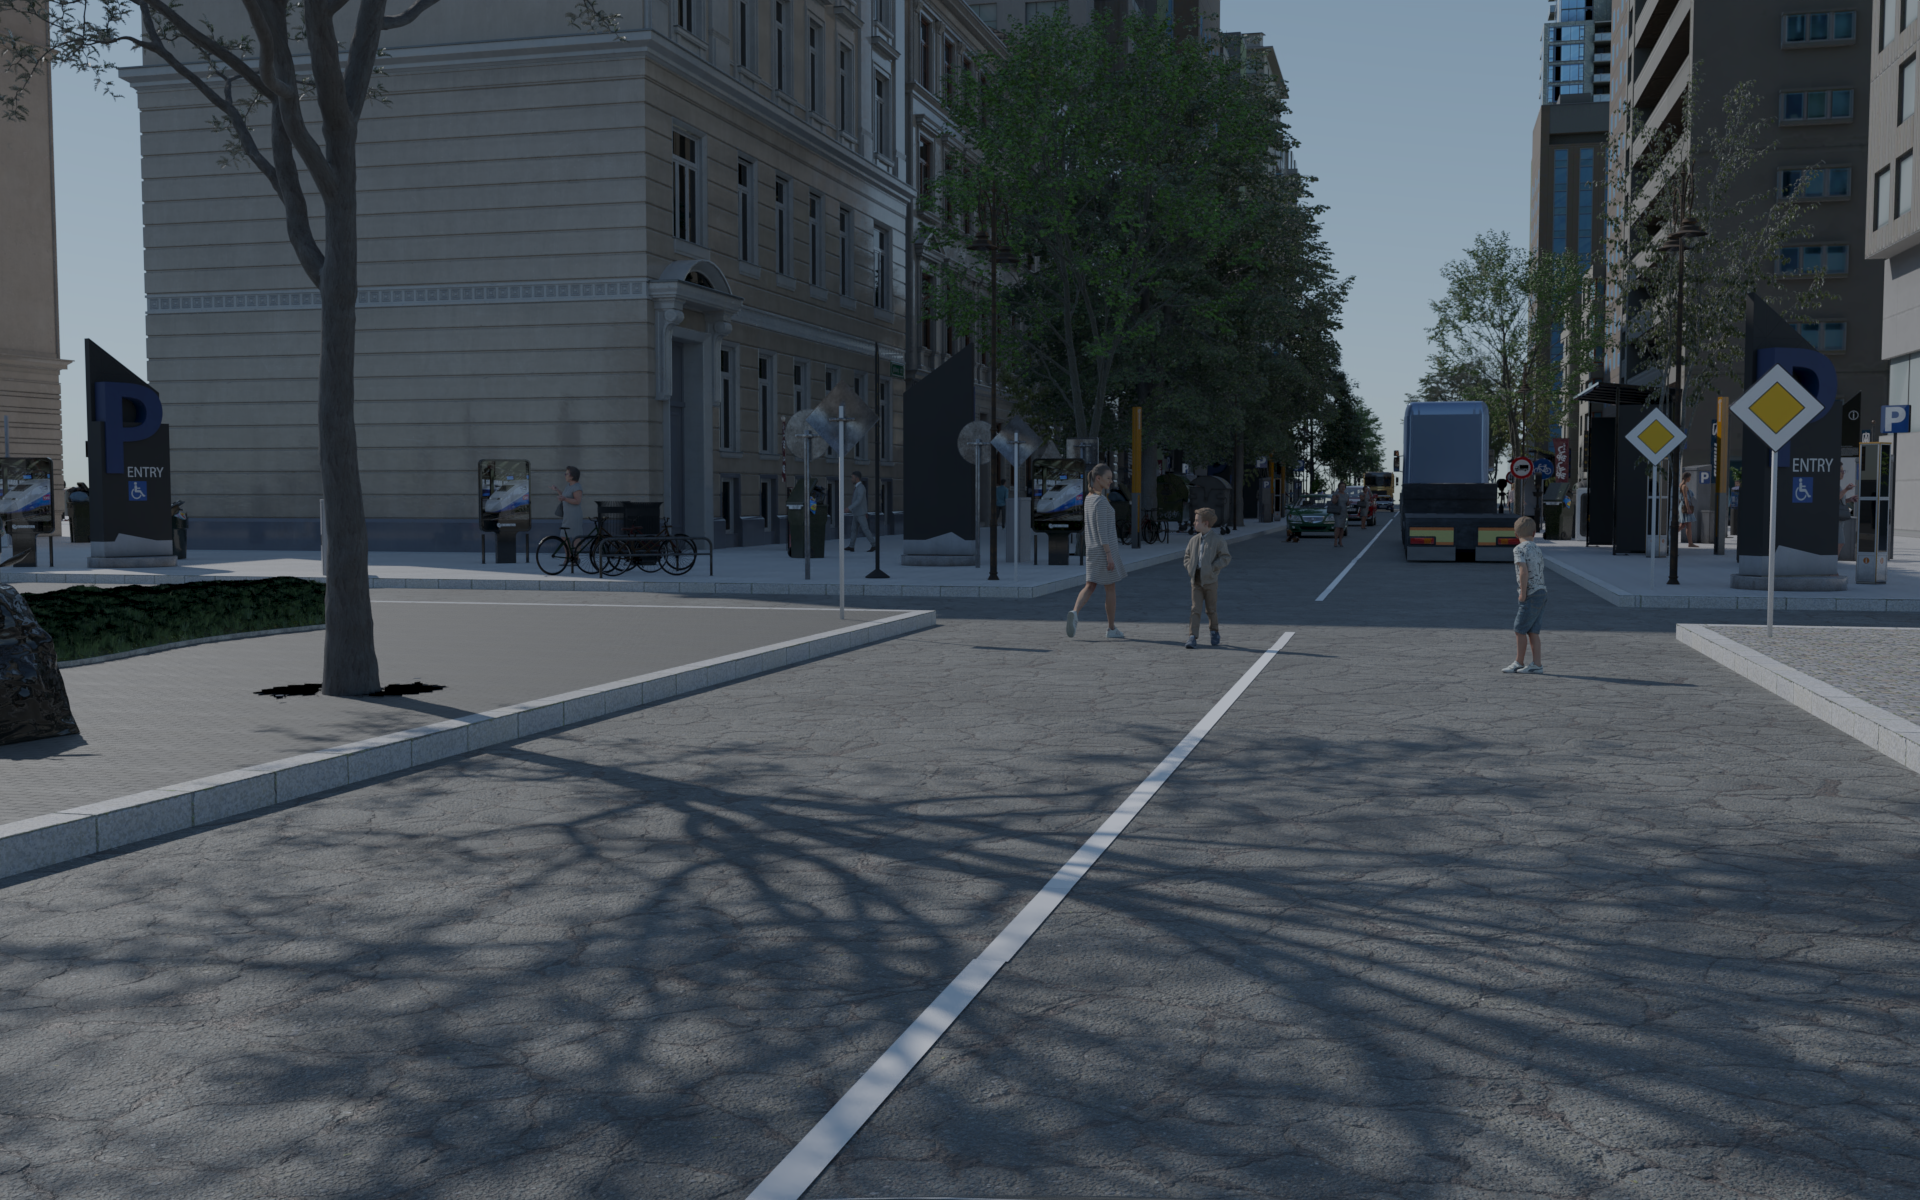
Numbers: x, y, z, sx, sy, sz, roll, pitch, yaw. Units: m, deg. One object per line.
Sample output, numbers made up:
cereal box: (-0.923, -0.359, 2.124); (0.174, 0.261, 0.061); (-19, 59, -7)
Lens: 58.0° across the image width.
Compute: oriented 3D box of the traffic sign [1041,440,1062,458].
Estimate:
traffic sign: (2.187, -2.541, 41.544); (0.884, 2.594, 0.081); (1, 4, 15)

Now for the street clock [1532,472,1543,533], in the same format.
street clock: (19.203, -3.242, 57.583); (0.358, 2.002, 0.471); (1, 4, 15)

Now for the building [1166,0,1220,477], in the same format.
building: (12.631, -29.745, 136.447); (14.600, 45.320, 14.200); (1, 4, 15)

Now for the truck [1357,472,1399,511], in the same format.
truck: (37.057, -9.621, 153.227); (3.469, 3.379, 9.791); (1, 4, 15)

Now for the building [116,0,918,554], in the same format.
building: (-10.125, -15.970, 47.020); (13.634, 28.700, 20.117); (1, 4, 15)

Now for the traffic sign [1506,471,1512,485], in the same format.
traffic sign: (29.789, -5.703, 93.343); (0.768, 2.556, 0.104); (1, 4, 23)

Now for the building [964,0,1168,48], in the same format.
building: (5.099, -26.028, 109.156); (14.154, 41.232, 14.086); (1, 4, 15)

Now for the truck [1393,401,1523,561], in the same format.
truck: (12.727, -3.365, 44.784); (2.967, 4.110, 18.799); (1, 4, 14)

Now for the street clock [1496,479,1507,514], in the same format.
street clock: (25.191, -4.649, 80.585); (0.471, 2.002, 0.358); (-1, 4, -18)

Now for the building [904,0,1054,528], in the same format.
building: (-3.930, -14.111, 66.878); (11.583, 22.565, 21.152); (1, 4, 15)

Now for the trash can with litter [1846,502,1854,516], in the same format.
trash can with litter: (19.381, -1.564, 36.963); (0.624, 1.170, 1.055); (-1, 4, -14)

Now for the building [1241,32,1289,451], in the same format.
building: (23.568, -37.740, 206.285); (28.713, 52.752, 27.495); (1, 4, 15)

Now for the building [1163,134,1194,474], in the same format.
building: (8.793, -21.490, 123.064); (14.160, 30.474, 14.107); (1, 4, 15)

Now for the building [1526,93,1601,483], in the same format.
building: (71.342, -33.247, 193.692); (14.600, 45.320, 14.200); (1, 4, 15)

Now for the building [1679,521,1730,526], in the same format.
building: (42.249, -27.685, 76.348); (21.300, 48.544, 21.600); (1, 4, 15)

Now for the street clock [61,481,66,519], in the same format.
street clock: (-45.972, -5.141, 88.622); (0.471, 2.002, 0.358); (2, 4, 26)

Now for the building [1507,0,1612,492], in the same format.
building: (85.374, -55.998, 228.243); (22.319, 86.520, 31.000); (1, 4, 15)

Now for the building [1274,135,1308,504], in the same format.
building: (34.534, -37.542, 233.427); (23.786, 49.044, 30.456); (1, 4, 15)

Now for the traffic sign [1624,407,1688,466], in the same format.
traffic sign: (9.312, -1.284, 23.180); (0.795, 2.593, 0.064); (1, 4, 15)

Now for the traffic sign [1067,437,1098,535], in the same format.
traffic sign: (2.203, -1.787, 31.346); (0.606, 2.300, 0.079); (2, 4, 24)

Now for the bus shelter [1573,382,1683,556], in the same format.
bus shelter: (14.951, -2.920, 39.018); (1.731, 3.624, 6.357); (1, 4, 15)

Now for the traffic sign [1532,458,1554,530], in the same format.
traffic sign: (20.801, -3.779, 61.897); (0.768, 2.556, 0.104); (2, 4, 23)

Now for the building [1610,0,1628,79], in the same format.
building: (53.345, -28.805, 121.076); (14.600, 45.320, 14.200); (1, 4, 15)

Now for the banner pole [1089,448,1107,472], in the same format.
banner pole: (6.292, -5.550, 80.751); (0.863, 3.779, 0.401); (1, 4, 10)

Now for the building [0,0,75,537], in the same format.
building: (-37.958, -13.055, 49.612); (21.152, 22.565, 11.583); (1, 4, 15)

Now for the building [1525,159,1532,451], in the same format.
building: (75.453, -32.079, 208.079); (14.154, 41.232, 14.086); (1, 4, 15)

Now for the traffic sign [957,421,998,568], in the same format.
traffic sign: (0.307, -1.830, 30.029); (0.768, 2.556, 0.104); (1, 4, 18)

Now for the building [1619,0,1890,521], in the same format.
building: (51.959, -29.296, 102.697); (21.300, 48.544, 21.600); (1, 4, 15)

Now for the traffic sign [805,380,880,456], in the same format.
traffic sign: (-1.218, -0.949, 17.703); (0.795, 2.593, 0.064); (1, 4, 15)

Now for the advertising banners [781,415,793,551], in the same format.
advertising banners: (-3.862, -2.644, 39.415); (0.090, 3.025, 2.074); (0, 4, 6)

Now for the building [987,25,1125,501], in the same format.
building: (1.768, -15.799, 87.192); (11.050, 23.489, 19.941); (1, 4, 15)

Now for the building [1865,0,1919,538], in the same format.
building: (37.532, -27.392, 37.097); (27.495, 52.752, 28.713); (1, 4, 15)

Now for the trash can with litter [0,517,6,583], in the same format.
trash can with litter: (-10.943, -0.494, 19.457); (0.624, 1.170, 1.055); (-3, 5, -41)

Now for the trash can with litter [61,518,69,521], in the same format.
trash can with litter: (-41.937, -4.332, 81.884); (2.233, 1.210, 1.678); (1, 4, 19)

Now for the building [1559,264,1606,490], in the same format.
building: (64.605, -18.107, 141.091); (27.650, 21.520, 28.899); (1, 4, 15)

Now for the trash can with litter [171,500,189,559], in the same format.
trash can with litter: (-15.642, -1.373, 33.839); (1.055, 1.170, 0.624); (-1, 4, -14)

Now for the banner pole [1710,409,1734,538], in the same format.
banner pole: (22.270, -3.709, 50.659); (0.401, 3.779, 0.863); (-2, 4, -26)

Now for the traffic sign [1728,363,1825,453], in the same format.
traffic sign: (7.283, -0.811, 15.456); (0.795, 2.593, 0.064); (1, 4, 15)

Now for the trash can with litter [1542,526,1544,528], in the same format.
trash can with litter: (21.506, -3.111, 62.250); (1.055, 1.170, 0.624); (1, 4, 16)

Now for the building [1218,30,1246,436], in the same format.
building: (16.959, -28.559, 150.538); (14.154, 41.232, 14.086); (1, 4, 15)

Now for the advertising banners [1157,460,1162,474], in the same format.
advertising banners: (10.171, -5.799, 91.000); (2.074, 3.025, 0.090); (0, 4, -6)

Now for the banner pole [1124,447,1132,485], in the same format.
banner pole: (5.695, -4.038, 56.038); (0.863, 3.779, 0.401); (1, 4, 15)

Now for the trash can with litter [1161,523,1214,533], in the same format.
trash can with litter: (7.505, -2.835, 57.402); (2.233, 1.210, 1.678); (0, 4, -8)

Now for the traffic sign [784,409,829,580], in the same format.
traffic sign: (-2.288, -1.579, 25.919); (0.768, 2.556, 0.104); (1, 4, 19)

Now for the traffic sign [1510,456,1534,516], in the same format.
traffic sign: (19.004, -3.580, 58.645); (0.768, 2.556, 0.104); (1, 4, 16)

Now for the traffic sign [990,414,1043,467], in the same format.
traffic sign: (0.811, -1.421, 25.427); (0.795, 2.593, 0.064); (1, 4, 15)

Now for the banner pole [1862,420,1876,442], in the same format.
banner pole: (30.961, -4.223, 59.068); (0.401, 3.779, 0.863); (0, 4, -7)

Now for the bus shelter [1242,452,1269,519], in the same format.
bus shelter: (15.888, -6.164, 92.061); (1.731, 3.624, 6.357); (1, 4, 15)

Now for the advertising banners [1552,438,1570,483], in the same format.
advertising banners: (19.441, -3.526, 53.836); (2.074, 3.025, 0.090); (0, 4, 5)

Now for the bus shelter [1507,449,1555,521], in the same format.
bus shelter: (26.475, -5.269, 80.078); (2.014, 3.302, 5.546); (1, 4, 15)
